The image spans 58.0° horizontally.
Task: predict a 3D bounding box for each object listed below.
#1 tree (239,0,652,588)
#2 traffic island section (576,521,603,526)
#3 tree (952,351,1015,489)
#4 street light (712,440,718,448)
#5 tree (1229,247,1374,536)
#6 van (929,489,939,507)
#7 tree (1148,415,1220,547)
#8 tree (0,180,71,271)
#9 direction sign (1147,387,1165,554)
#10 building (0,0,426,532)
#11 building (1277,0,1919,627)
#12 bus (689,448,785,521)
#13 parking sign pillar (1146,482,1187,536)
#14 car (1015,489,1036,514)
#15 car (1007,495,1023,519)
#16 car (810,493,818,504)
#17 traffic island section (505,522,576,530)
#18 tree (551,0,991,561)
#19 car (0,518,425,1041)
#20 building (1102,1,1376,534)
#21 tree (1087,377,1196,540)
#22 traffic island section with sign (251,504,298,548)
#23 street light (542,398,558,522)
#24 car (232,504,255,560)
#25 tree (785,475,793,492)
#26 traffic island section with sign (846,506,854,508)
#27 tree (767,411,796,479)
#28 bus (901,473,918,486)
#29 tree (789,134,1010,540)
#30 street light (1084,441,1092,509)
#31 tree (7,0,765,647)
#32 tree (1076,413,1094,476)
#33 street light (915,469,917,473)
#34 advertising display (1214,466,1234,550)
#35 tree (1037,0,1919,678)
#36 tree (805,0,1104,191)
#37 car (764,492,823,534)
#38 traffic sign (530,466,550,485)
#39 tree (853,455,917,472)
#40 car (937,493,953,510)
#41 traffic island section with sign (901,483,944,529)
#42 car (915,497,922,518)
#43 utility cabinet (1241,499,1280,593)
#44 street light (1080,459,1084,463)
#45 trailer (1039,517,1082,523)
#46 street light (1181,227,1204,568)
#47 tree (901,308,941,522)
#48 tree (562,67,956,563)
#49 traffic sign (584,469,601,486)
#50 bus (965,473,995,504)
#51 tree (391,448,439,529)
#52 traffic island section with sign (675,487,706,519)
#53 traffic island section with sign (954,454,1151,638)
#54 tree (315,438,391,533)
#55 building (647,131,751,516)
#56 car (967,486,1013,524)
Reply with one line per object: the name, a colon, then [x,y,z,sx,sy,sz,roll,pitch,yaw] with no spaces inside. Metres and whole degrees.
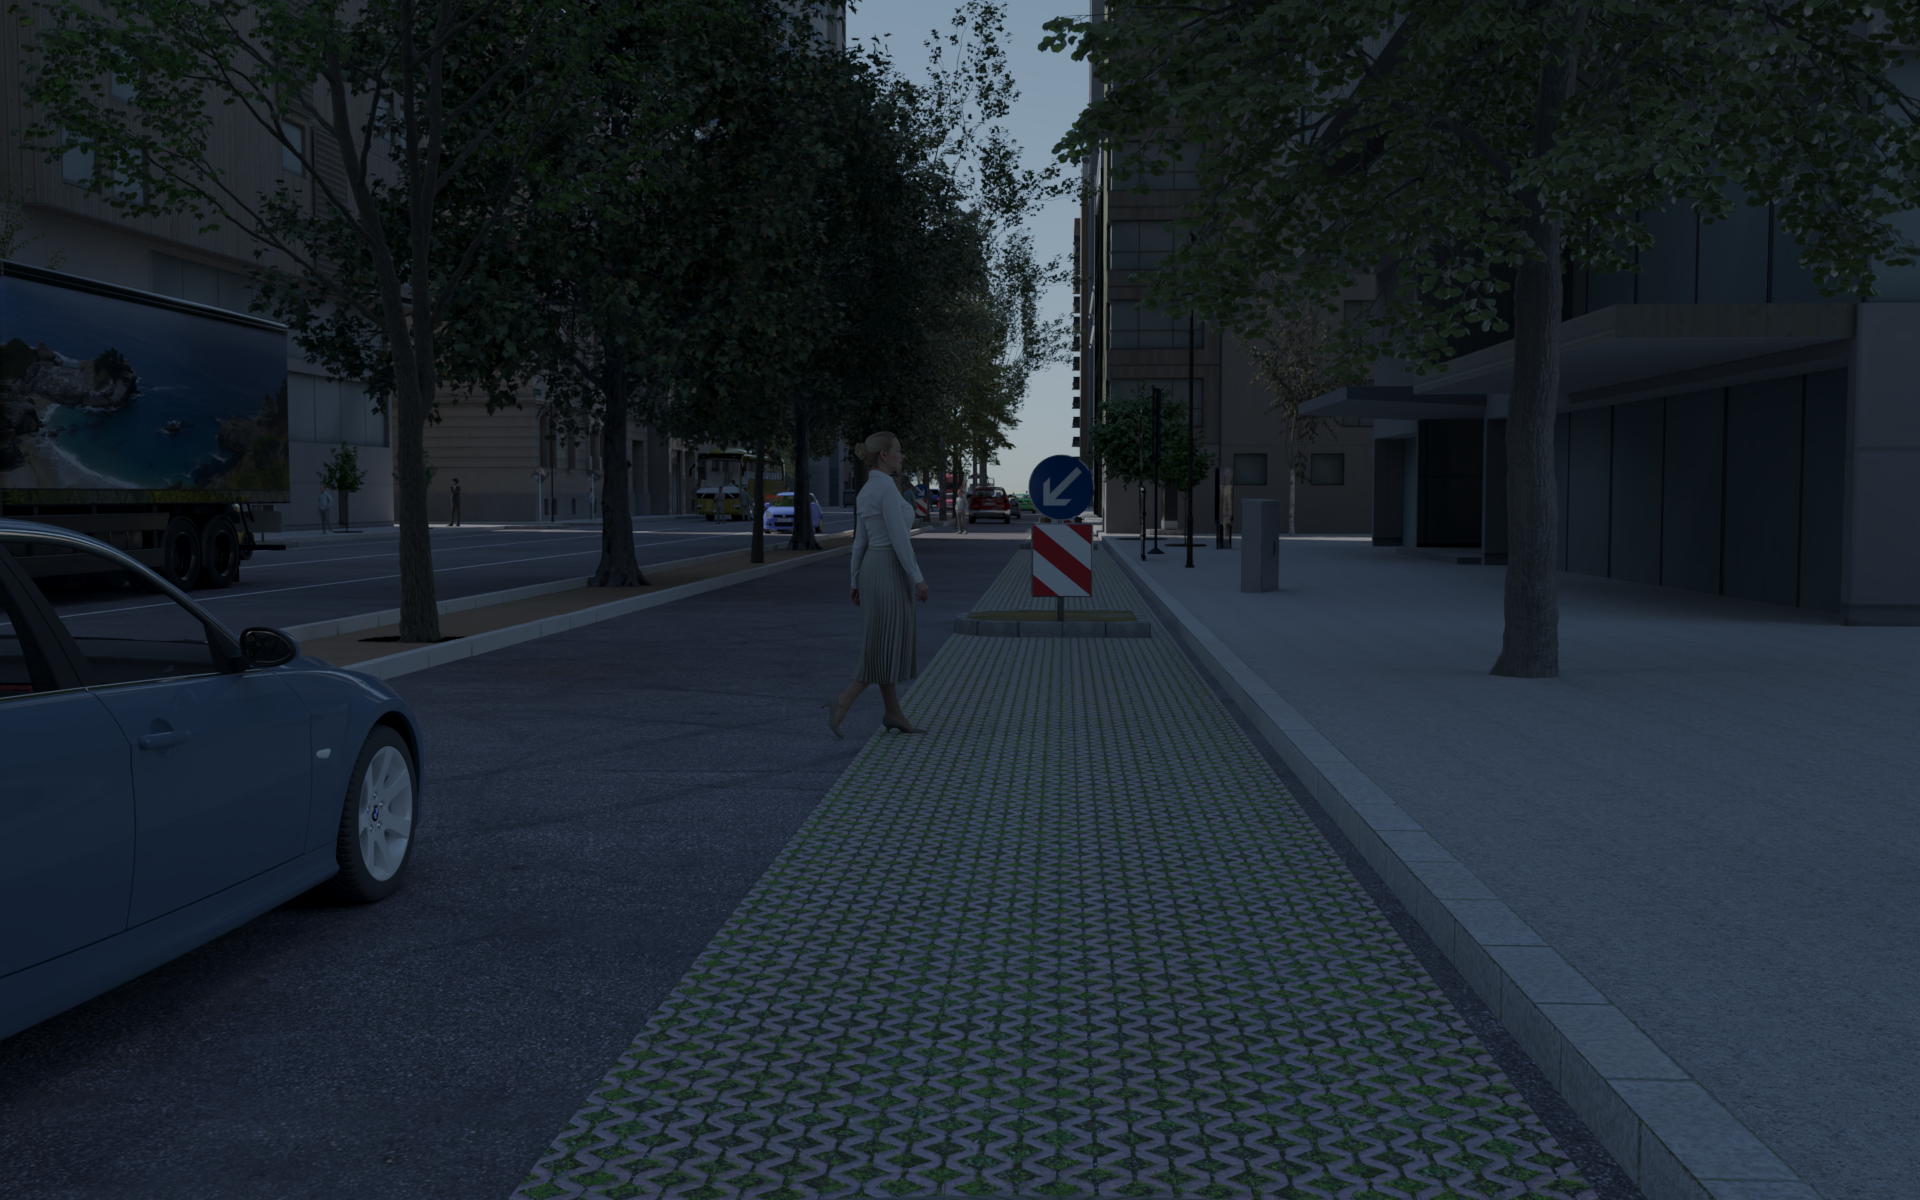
tree: [-5.308,-6.538,26.362,9.611,12.733,9.660,0,3,0]
traffic island section: [-16.781,-3.474,79.074,2.009,0.180,2.903,0,4,3]
tree: [-0.023,-11.157,110.631,9.928,11.665,9.643,0,3,0]
street light: [-16.476,-8.858,117.613,0.468,5.910,1.993,0,4,3]
tree: [10.338,-6.245,52.461,4.360,8.622,3.978,0,3,0]
van: [-3.039,-11.218,187.792,2.240,2.365,5.245,0,4,4]
tree: [5.405,-2.930,42.504,1.663,3.219,1.824,0,3,0]
tree: [-22.160,-5.429,39.131,4.737,8.622,4.395,0,3,0]
direction sign: [4.198,-2.755,37.042,0.379,3.537,0.876,1,4,17]
building: [-35.433,-28.615,57.101,27.495,52.752,28.713,0,4,3]
building: [20.478,-26.849,28.226,28.713,52.752,27.495,0,4,3]
bus: [-12.088,-6.379,95.847,2.896,3.916,12.252,0,4,5]
parking sign pillar: [6.536,-4.007,53.985,1.447,3.967,1.447,0,4,2]
car: [4.669,-7.217,126.796,1.959,1.807,4.718,0,4,3]
car: [2.658,-5.411,100.475,2.014,1.417,4.499,0,4,2]
car: [-10.484,-6.503,115.917,1.945,1.707,3.694,0,4,3]
traffic island section: [-17.254,-2.986,71.103,2.009,0.180,2.903,0,4,3]
tree: [-4.016,-7.602,43.765,9.611,12.733,9.660,0,3,0]
car: [-2.978,0.449,4.663,2.014,1.417,4.499,0,4,4]
building: [12.139,-23.103,61.322,14.154,41.232,14.086,0,4,3]
tree: [5.146,-3.981,48.800,4.285,4.588,4.351,0,3,0]
traffic island section with sign: [-18.742,-2.282,45.946,1.989,1.847,2.006,0,4,3]
street light: [-18.686,-6.514,79.296,0.468,5.910,1.993,0,4,3]
car: [-16.392,-1.595,36.304,2.015,1.641,3.980,0,4,3]
tree: [-15.499,-9.545,150.656,1.663,3.219,1.824,0,3,0]
traffic island section with sign: [-10.883,-10.397,178.620,1.989,1.847,2.006,0,4,3]
tree: [-15.418,-13.746,142.880,7.486,12.596,7.792,0,3,0]
bus: [-5.215,-9.321,147.262,2.948,3.499,13.247,0,4,2]
tree: [-3.006,-8.831,53.500,9.857,13.997,8.962,0,3,0]
street light: [11.312,-10.937,151.614,0.468,5.910,1.993,0,4,3]
tree: [-5.323,-5.402,16.527,9.928,11.665,9.643,0,3,0]
tree: [12.342,-12.552,155.583,4.360,8.622,3.978,0,3,0]
street light: [-7.017,-18.608,277.035,0.468,5.910,1.993,0,4,3]
advertising display: [6.169,-2.152,40.406,0.123,1.923,0.974,2,4,29]
tree: [4.447,-5.735,11.898,7.486,12.596,7.792,0,3,0]
tree: [-1.249,-12.611,64.539,12.611,20.169,13.585,0,3,0]
car: [-6.121,-3.295,63.471,1.945,1.707,3.694,0,4,5]
traffic sign: [-17.230,-4.211,71.035,0.795,2.593,0.064,0,4,3]
tree: [-10.275,-19.592,230.691,12.009,13.543,11.850,0,3,0]
car: [-0.691,-7.617,133.586,2.155,1.783,4.494,0,4,3]
traffic island section with sign: [-1.724,-4.263,77.840,2.006,1.907,1.989,0,4,3]
car: [-3.165,-5.810,104.585,1.945,1.707,3.694,0,4,2]
utility cabinet: [3.992,-0.721,22.957,0.306,1.237,1.020,1,4,23]
street light: [13.571,-13.256,189.519,0.468,5.910,1.993,0,4,3]
trailer: [3.550,-3.284,60.741,1.471,1.999,3.904,0,4,5]
street light: [4.004,-3.500,30.012,0.468,5.910,1.993,0,4,3]
tree: [-0.188,-11.084,101.807,7.486,12.596,7.792,0,3,0]
tree: [-4.226,-6.006,35.068,8.767,10.594,7.601,0,4,3]
traffic sign: [-16.757,-4.698,79.006,0.795,2.593,0.064,0,4,3]
bus: [2.503,-13.126,206.162,2.896,3.916,12.252,0,4,5]
tree: [-19.939,-4.195,63.197,1.663,3.219,1.824,0,3,0]
traffic island section with sign: [-15.470,-5.668,101.293,1.989,1.847,2.006,0,4,3]
traffic island section with sign: [0.955,-0.580,18.114,1.989,1.847,2.006,0,4,3]
tree: [-20.365,-3.860,57.711,1.663,3.219,1.824,0,3,0]
building: [-25.850,-19.275,119.668,19.350,26.468,34.151,0,4,3]
car: [1.465,-4.687,85.312,2.281,1.827,5.304,0,4,2]
